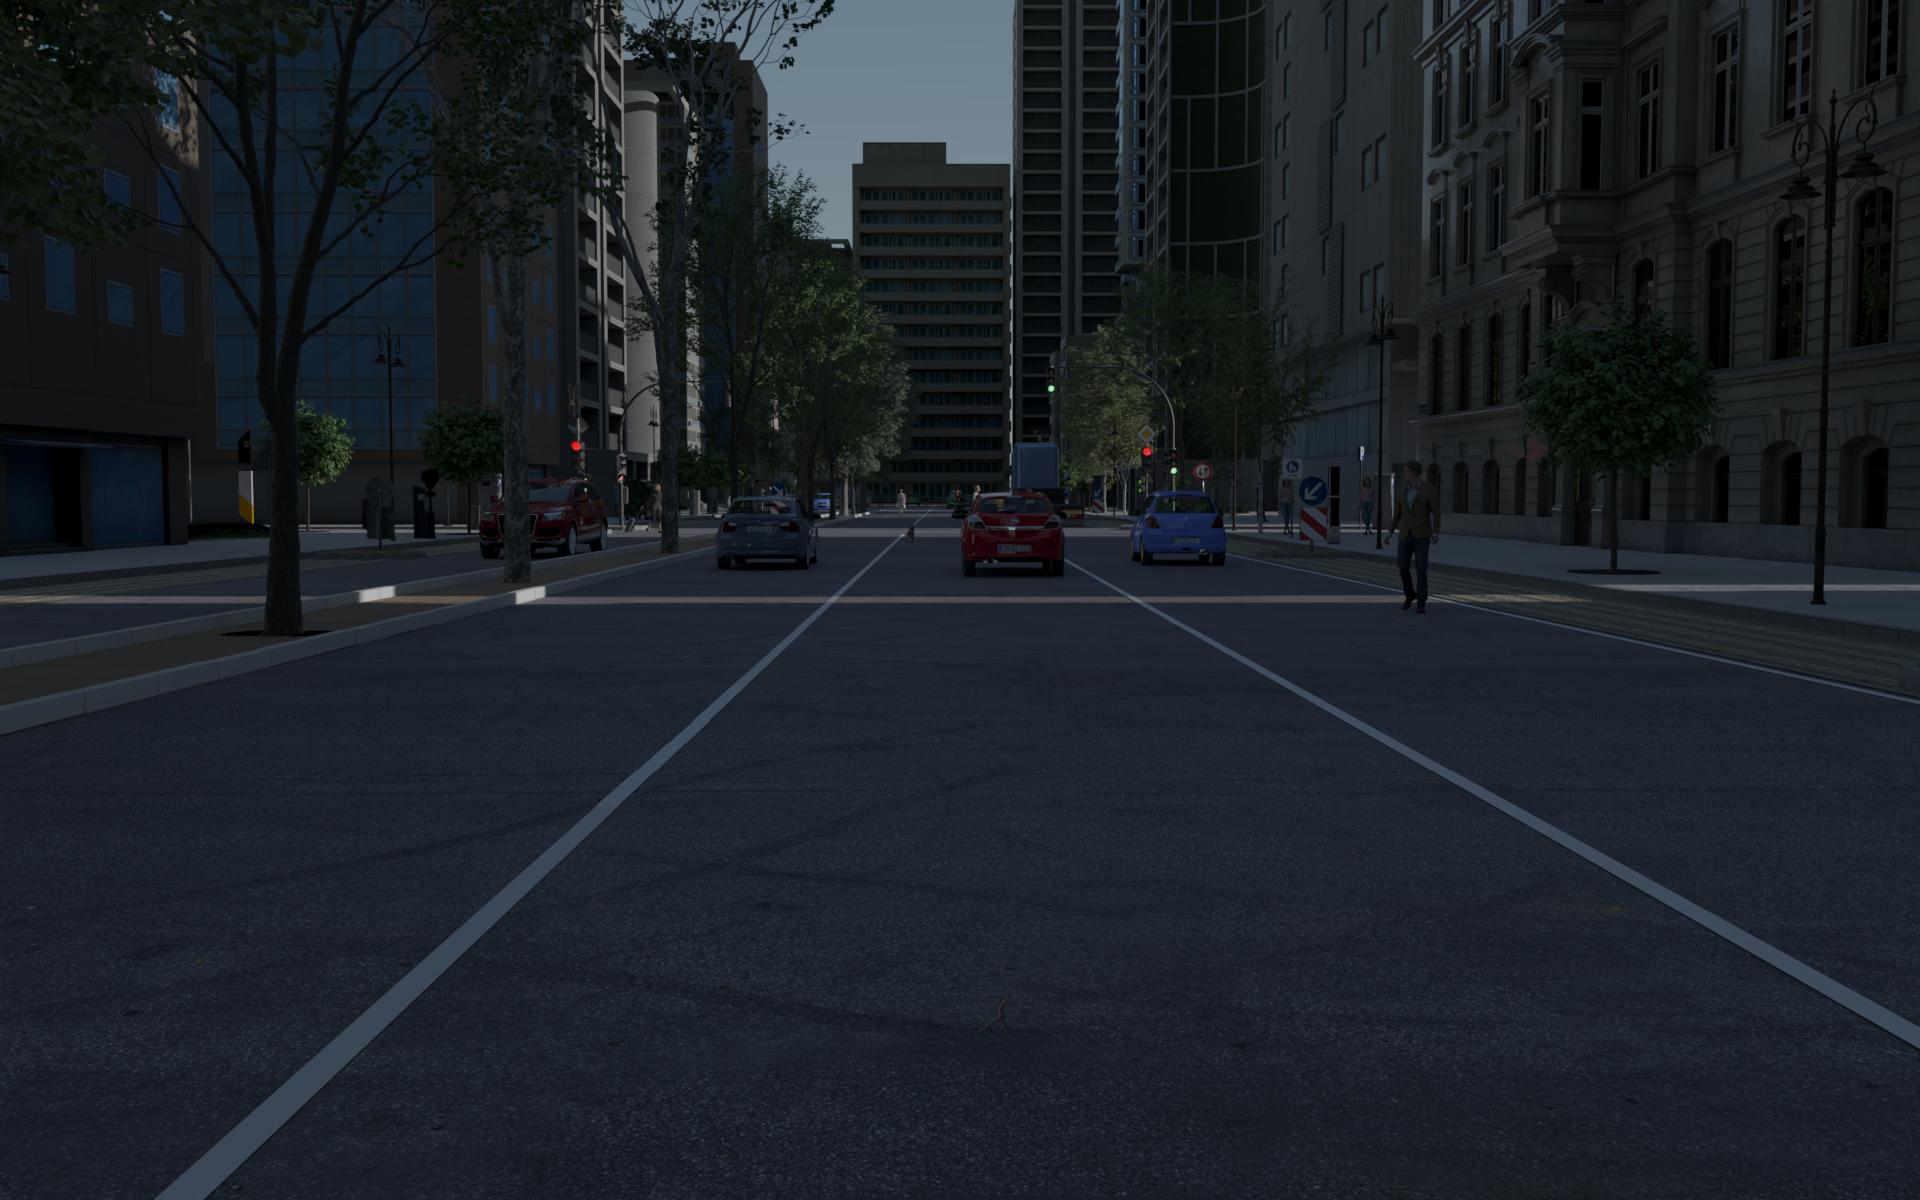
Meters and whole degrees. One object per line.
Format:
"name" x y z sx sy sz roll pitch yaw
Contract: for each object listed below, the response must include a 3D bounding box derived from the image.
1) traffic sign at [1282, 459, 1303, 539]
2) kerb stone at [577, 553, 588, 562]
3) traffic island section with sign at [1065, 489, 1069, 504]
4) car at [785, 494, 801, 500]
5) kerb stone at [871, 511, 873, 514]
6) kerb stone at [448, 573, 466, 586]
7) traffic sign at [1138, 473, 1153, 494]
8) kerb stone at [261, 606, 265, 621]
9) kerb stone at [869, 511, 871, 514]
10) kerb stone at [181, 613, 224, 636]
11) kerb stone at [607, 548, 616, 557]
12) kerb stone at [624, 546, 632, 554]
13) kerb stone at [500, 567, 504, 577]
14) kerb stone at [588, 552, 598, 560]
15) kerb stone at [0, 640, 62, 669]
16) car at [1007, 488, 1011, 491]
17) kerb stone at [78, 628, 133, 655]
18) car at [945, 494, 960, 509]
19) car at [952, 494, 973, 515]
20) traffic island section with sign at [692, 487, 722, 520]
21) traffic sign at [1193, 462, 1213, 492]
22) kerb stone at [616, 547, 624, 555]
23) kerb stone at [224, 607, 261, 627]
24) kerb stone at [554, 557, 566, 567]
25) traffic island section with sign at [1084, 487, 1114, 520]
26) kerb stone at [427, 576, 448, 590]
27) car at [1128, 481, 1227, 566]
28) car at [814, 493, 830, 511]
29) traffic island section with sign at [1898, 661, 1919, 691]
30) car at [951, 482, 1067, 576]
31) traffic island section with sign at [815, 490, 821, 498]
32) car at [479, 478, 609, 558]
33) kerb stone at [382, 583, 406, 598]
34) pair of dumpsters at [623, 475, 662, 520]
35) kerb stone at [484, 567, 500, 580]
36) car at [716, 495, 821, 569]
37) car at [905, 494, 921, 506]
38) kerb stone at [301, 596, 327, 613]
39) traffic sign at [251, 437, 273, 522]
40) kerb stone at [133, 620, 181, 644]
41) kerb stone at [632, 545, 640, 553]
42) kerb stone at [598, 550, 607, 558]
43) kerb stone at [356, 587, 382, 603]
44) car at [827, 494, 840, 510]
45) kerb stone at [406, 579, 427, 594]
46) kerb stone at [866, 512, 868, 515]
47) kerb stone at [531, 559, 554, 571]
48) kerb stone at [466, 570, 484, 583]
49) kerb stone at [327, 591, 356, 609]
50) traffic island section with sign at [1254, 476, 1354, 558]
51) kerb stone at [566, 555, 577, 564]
"traffic sign" 9.470 -2.890 49.388 0.606 2.300 0.079 0 4 7
"kerb stone" -8.027 -0.864 36.315 0.120 0.150 1.000 0 4 0
"traffic island section with sign" 7.139 -6.893 121.325 1.989 1.847 2.006 0 4 0
"car" -10.004 -5.423 100.674 2.014 1.417 4.499 0 4 -1
"kerb stone" -6.573 -6.290 125.043 0.120 0.150 1.000 0 4 0
"kerb stone" -7.960 -0.297 27.080 0.120 0.150 1.000 0 4 0
"traffic sign" 9.452 -5.357 87.588 0.884 2.594 0.081 0 4 8
"kerb stone" -7.912 0.144 19.912 0.120 0.150 1.000 0 4 0
"kerb stone" -6.546 -6.094 121.965 0.120 0.150 1.000 0 4 0
"kerb stone" -7.894 0.265 17.868 0.120 0.150 1.000 0 4 0
"kerb stone" -8.041 -1.049 39.391 0.120 0.150 1.000 0 4 0
"kerb stone" -8.065 -1.177 41.446 0.120 0.150 1.000 0 4 0
"kerb stone" -7.984 -0.487 30.164 0.120 0.150 1.000 0 4 0
"kerb stone" -8.030 -0.926 37.340 0.120 0.150 1.000 0 4 0
"kerb stone" -7.873 0.454 14.796 0.120 0.150 1.000 0 4 0
"car" 3.696 -6.076 108.014 2.281 1.827 5.304 0 4 1
"kerb stone" -7.874 0.392 15.820 0.120 0.150 1.000 0 4 0
"car" -0.417 -9.727 167.833 1.959 1.807 4.718 0 4 -2
"car" 0.472 -6.011 108.063 2.009 1.686 4.222 0 3 0
"traffic island section with sign" -13.482 -5.243 94.350 1.989 1.847 2.006 0 4 0
"traffic sign" 9.628 -4.194 68.670 0.768 2.556 0.104 0 4 4
"kerb stone" -8.059 -1.115 40.423 0.120 0.150 1.000 0 4 0
"kerb stone" -7.911 0.202 18.890 0.120 0.150 1.000 0 4 0
"kerb stone" -8.011 -0.738 34.265 0.120 0.150 1.000 0 4 0
"traffic island section with sign" 7.338 -5.244 94.371 1.989 1.847 2.006 0 4 0
"kerb stone" -7.950 -0.236 26.058 0.120 0.150 1.000 0 4 0
"car" 4.490 -1.614 35.986 1.945 1.707 3.694 0 4 1
"car" -11.765 -8.570 149.705 1.945 1.707 3.694 0 4 -1
"traffic island section with sign" 7.936 -0.227 12.337 1.989 1.847 2.006 0 4 0
"car" 0.920 -1.384 31.673 2.155 1.783 4.494 0 4 0
"traffic island section with sign" -14.042 -9.991 171.986 1.989 1.847 2.006 0 4 0
"car" -9.609 -1.934 40.287 2.281 1.827 5.304 0 4 1
"kerb stone" -7.936 -0.111 24.014 0.120 0.150 1.000 0 4 0
"pair of dumpsters" -15.837 -5.130 86.368 1.574 2.255 4.437 0 4 0
"kerb stone" -7.976 -0.424 29.136 0.120 0.150 1.000 0 4 0
"car" -3.783 -1.365 34.328 2.014 1.417 4.499 0 4 -1
"car" -5.707 -12.116 206.887 1.959 1.807 4.718 0 4 0
"kerb stone" -7.921 0.077 20.943 0.120 0.150 1.000 0 4 0
"traffic sign" -15.632 -2.401 39.257 0.884 2.594 0.081 0 4 3
"kerb stone" -7.884 0.327 16.844 0.120 0.150 1.000 0 4 0
"kerb stone" -8.069 -1.240 42.468 0.120 0.150 1.000 0 4 0
"kerb stone" -8.044 -0.987 38.365 0.120 0.150 1.000 0 4 0
"kerb stone" -7.928 -0.049 22.992 0.120 0.150 1.000 0 4 0
"car" -11.209 -9.056 157.846 2.009 1.686 4.222 0 4 -1
"kerb stone" -7.948 -0.174 25.036 0.120 0.150 1.000 0 4 0
"kerb stone" -6.520 -5.846 117.871 0.120 0.150 1.000 0 4 0
"kerb stone" -8.011 -0.676 33.242 0.120 0.150 1.000 0 4 0
"kerb stone" -7.966 -0.358 28.108 0.120 0.150 1.000 0 4 0
"kerb stone" -7.925 0.014 21.970 0.120 0.150 1.000 0 4 0
"traffic island section with sign" 7.740 -1.875 39.292 1.989 1.847 2.006 0 4 0
"kerb stone" -8.025 -0.801 35.293 0.120 0.150 1.000 0 4 0
